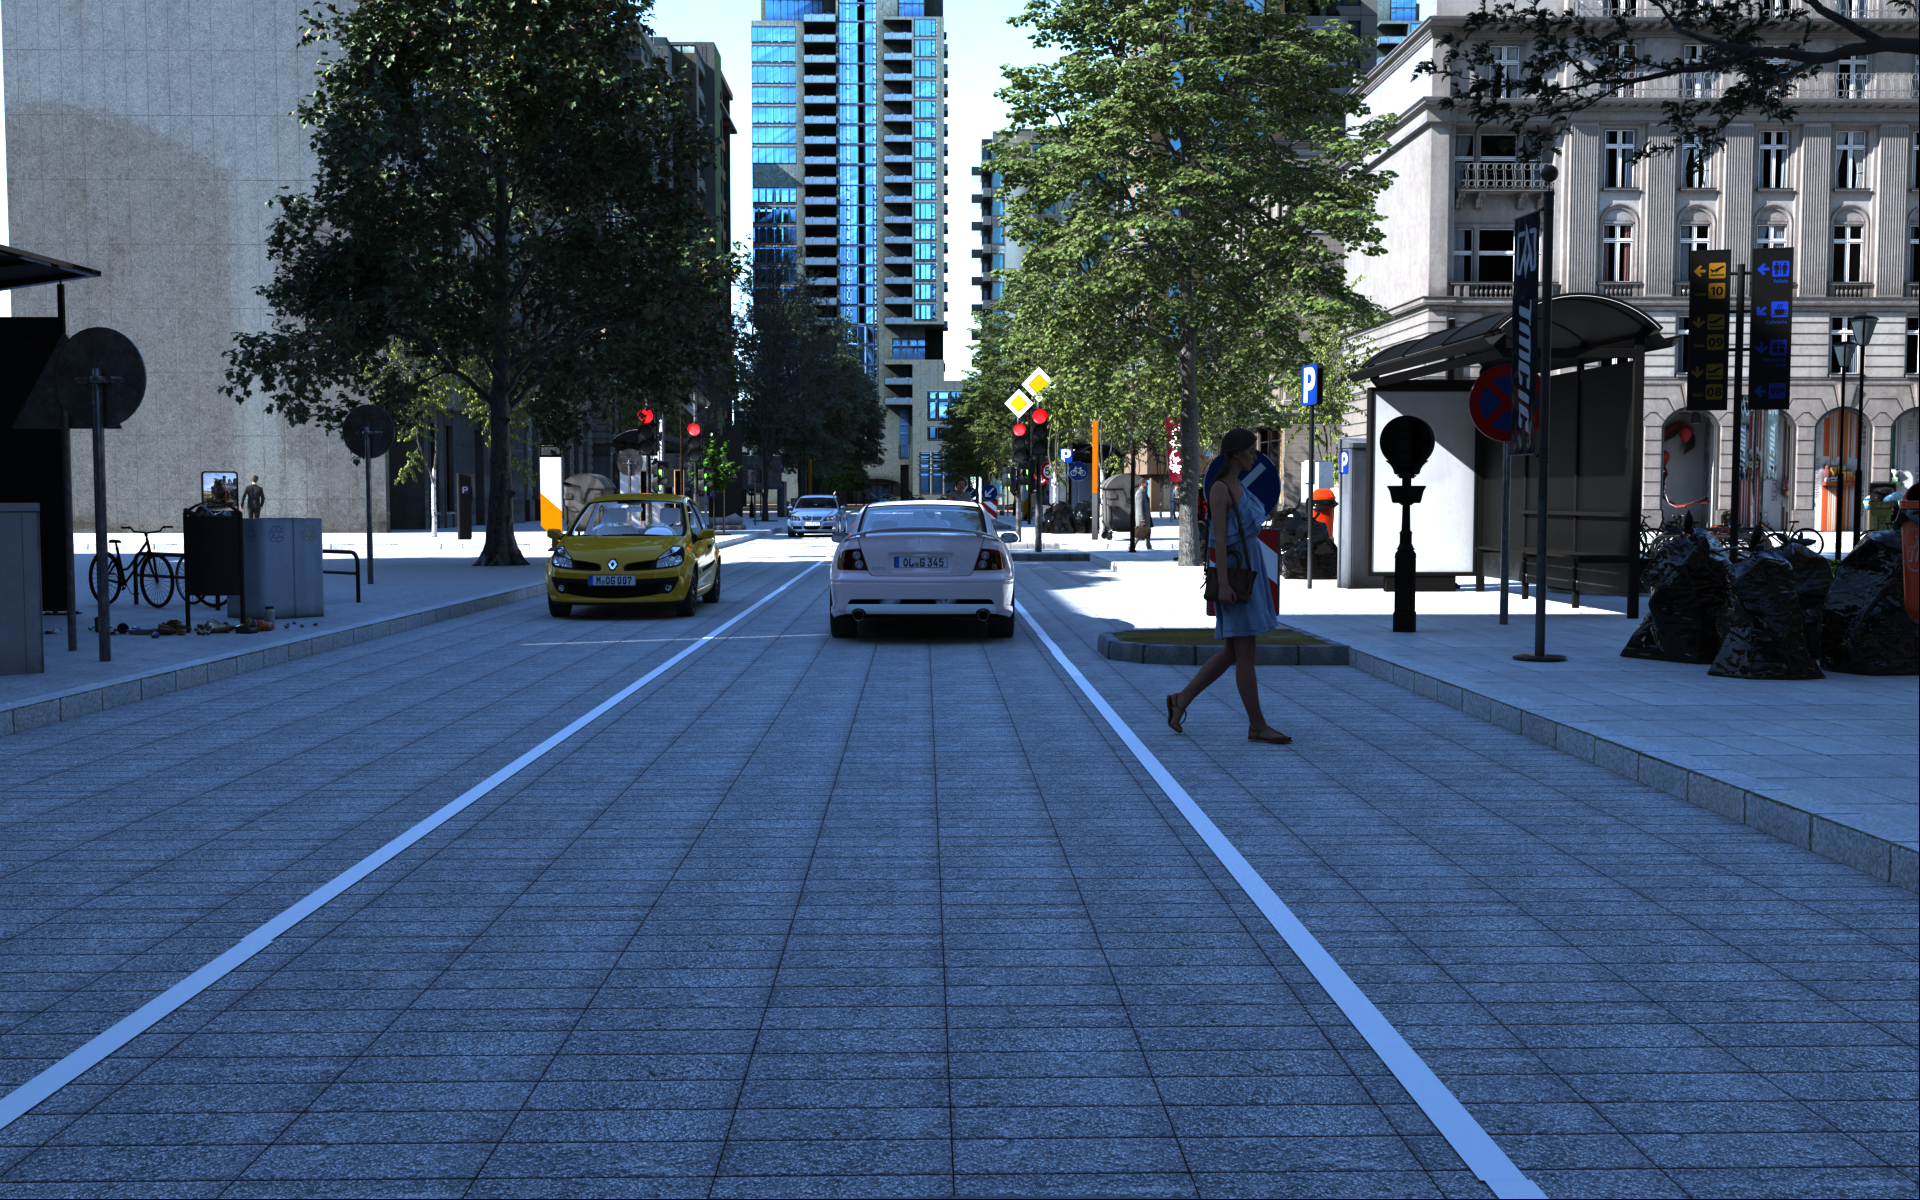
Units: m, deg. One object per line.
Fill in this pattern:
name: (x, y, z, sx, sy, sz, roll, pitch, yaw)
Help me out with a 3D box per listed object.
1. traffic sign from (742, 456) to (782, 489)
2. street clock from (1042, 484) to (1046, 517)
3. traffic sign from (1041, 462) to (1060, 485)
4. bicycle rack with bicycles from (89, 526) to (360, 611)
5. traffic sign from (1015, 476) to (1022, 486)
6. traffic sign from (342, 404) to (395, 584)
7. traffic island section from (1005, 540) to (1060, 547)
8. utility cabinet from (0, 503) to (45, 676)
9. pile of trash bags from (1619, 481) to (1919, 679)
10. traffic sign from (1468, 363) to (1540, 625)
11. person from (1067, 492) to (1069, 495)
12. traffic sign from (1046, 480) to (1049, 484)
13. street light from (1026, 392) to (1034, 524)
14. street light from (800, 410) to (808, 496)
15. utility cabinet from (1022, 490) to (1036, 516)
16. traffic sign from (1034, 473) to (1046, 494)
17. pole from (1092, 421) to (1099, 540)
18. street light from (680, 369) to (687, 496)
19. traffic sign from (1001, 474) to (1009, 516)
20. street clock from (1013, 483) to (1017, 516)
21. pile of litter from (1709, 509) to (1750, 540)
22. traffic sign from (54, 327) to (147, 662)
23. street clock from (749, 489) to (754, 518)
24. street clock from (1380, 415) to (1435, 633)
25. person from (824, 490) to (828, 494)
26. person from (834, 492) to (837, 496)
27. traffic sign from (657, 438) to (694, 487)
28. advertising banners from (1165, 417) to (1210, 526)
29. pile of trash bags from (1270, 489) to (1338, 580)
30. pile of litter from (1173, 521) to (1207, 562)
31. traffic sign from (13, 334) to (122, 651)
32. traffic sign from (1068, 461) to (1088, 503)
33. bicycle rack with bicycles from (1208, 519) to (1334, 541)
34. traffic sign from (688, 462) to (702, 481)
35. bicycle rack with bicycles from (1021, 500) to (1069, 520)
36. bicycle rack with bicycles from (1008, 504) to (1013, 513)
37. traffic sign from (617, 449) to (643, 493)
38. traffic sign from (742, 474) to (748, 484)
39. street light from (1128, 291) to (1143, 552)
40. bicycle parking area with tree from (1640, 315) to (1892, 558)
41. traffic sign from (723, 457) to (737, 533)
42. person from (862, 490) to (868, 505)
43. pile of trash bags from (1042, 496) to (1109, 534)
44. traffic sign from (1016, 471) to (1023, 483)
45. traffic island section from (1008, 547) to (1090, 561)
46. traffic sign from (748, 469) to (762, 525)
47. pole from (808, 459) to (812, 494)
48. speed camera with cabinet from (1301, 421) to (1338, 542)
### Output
traffic sign: (-10.628, -6.015, 92.219, 2.265, 3.308, 0.079, 0, 4, 2)
street clock: (4.597, -5.720, 98.097, 0.471, 2.002, 0.358, -1, 4, -14)
traffic sign: (3.527, -4.131, 67.645, 0.768, 2.556, 0.104, 0, 4, 7)
bicycle rack with bicycles: (-8.308, -0.411, 20.104, 2.925, 0.926, 2.852, 3, 4, 38)
traffic sign: (4.018, -7.232, 118.346, 0.768, 2.556, 0.104, 0, 4, 2)
traffic sign: (-8.415, -1.501, 24.649, 0.768, 2.556, 0.104, 0, 4, 5)
traffic island section: (1.591, -1.475, 46.404, 2.009, 0.180, 2.903, 0, 4, -1)
utility cabinet: (-7.030, -0.060, 12.137, 1.020, 1.237, 0.306, -3, 5, -44)
pile of trash bags: (6.187, -0.157, 12.318, 1.912, 1.369, 3.447, 0, 4, -1)
traffic sign: (5.350, -1.031, 16.961, 0.768, 2.556, 0.104, 0, 4, 8)
person: (9.343, -8.502, 145.738, 0.721, 1.739, 1.217, -3, 5, -39)
traffic sign: (4.993, -5.734, 93.862, 0.768, 2.556, 0.104, 0, 4, 3)
street light: (2.960, -6.180, 73.832, 0.468, 5.910, 1.993, 0, 4, -1)
street light: (-8.448, -7.408, 93.907, 0.468, 5.910, 1.993, 0, 4, -1)
utility cabinet: (4.101, -5.541, 99.267, 1.173, 1.500, 0.318, -3, 5, -40)
traffic sign: (4.437, -5.811, 95.111, 0.768, 2.556, 0.104, 0, 4, 3)
pole: (3.792, -3.344, 48.519, 0.158, 3.312, 0.155, 0, 3, 0)
street light: (-7.511, -4.520, 46.693, 0.468, 5.910, 1.993, 0, 4, -1)
traffic sign: (2.792, -6.175, 101.074, 0.768, 2.556, 0.104, 0, 4, 5)
street clock: (3.256, -6.009, 102.810, 0.358, 2.002, 0.471, -3, 4, -37)
pile of litter: (21.530, -2.134, 48.863, 1.719, 0.858, 1.176, 1, 4, 12)
traffic sign: (-6.565, -0.802, 13.223, 0.768, 2.556, 0.104, 1, 4, 9)
street clock: (-11.298, -5.463, 93.890, 0.358, 2.002, 0.471, 3, 5, 45)
street clock: (4.146, -0.705, 16.099, 0.471, 2.002, 0.358, 1, 4, 22)
person: (-12.009, -8.988, 153.715, 0.721, 1.743, 1.217, -3, 5, -43)
person: (-12.190, -9.974, 170.051, 0.436, 1.711, 0.756, 0, 4, 8)
traffic sign: (-10.588, -4.249, 63.341, 2.265, 3.308, 0.079, 0, 4, -1)
advertising banners: (5.484, -2.603, 38.740, 2.074, 3.025, 0.090, 2, 4, 34)
pile of trash bags: (5.886, -1.087, 27.533, 1.912, 1.369, 3.447, 0, 4, 6)
pile of litter: (4.729, -1.183, 33.303, 1.176, 0.858, 1.719, 0, 4, -5)
traffic sign: (-7.272, -0.863, 14.117, 0.884, 2.594, 0.081, 0, 4, 1)
traffic sign: (4.599, -4.124, 67.531, 0.768, 2.556, 0.104, 0, 4, 3)
bicycle rack with bicycles: (5.957, -1.389, 36.090, 2.852, 0.926, 2.925, -2, 4, -32)
traffic sign: (-8.373, -3.247, 55.226, 0.606, 2.300, 0.079, 0, 4, 0)
bicycle rack with bicycles: (5.031, -4.492, 86.819, 2.925, 0.926, 2.852, -2, 4, -31)
bicycle rack with bicycles: (4.961, -6.234, 115.302, 2.925, 0.926, 2.852, 2, 4, 35)
traffic sign: (-9.276, -2.970, 48.662, 0.768, 2.556, 0.104, 0, 4, 6)
traffic sign: (-11.505, -5.530, 90.426, 0.884, 2.594, 0.081, 0, 4, 4)
street light: (3.800, -3.988, 37.986, 0.468, 5.910, 1.993, 0, 4, -1)
bicycle parking area with tree: (15.470, -2.657, 30.449, 9.016, 4.147, 8.231, 3, 4, 37)
traffic sign: (-7.719, -3.459, 56.566, 0.884, 2.594, 0.081, 0, 4, 6)
person: (-10.848, -11.649, 197.029, 0.721, 1.766, 1.217, -2, 4, -35)
pile of trash bags: (4.400, -2.869, 56.656, 3.447, 1.369, 1.912, 0, 4, -2)
traffic sign: (3.152, -5.148, 84.181, 0.884, 2.594, 0.081, 0, 4, 1)
traffic island section: (1.762, -0.987, 38.420, 2.009, 0.180, 2.903, 0, 4, -1)
traffic sign: (-8.420, -4.221, 71.147, 0.606, 2.300, 0.079, 0, 4, 6)
pole: (-8.651, -6.489, 99.934, 0.158, 3.312, 0.155, 0, 3, 0)
speed camera with cabinet: (10.093, -3.193, 46.534, 0.660, 3.252, 2.038, -2, 4, -33)
